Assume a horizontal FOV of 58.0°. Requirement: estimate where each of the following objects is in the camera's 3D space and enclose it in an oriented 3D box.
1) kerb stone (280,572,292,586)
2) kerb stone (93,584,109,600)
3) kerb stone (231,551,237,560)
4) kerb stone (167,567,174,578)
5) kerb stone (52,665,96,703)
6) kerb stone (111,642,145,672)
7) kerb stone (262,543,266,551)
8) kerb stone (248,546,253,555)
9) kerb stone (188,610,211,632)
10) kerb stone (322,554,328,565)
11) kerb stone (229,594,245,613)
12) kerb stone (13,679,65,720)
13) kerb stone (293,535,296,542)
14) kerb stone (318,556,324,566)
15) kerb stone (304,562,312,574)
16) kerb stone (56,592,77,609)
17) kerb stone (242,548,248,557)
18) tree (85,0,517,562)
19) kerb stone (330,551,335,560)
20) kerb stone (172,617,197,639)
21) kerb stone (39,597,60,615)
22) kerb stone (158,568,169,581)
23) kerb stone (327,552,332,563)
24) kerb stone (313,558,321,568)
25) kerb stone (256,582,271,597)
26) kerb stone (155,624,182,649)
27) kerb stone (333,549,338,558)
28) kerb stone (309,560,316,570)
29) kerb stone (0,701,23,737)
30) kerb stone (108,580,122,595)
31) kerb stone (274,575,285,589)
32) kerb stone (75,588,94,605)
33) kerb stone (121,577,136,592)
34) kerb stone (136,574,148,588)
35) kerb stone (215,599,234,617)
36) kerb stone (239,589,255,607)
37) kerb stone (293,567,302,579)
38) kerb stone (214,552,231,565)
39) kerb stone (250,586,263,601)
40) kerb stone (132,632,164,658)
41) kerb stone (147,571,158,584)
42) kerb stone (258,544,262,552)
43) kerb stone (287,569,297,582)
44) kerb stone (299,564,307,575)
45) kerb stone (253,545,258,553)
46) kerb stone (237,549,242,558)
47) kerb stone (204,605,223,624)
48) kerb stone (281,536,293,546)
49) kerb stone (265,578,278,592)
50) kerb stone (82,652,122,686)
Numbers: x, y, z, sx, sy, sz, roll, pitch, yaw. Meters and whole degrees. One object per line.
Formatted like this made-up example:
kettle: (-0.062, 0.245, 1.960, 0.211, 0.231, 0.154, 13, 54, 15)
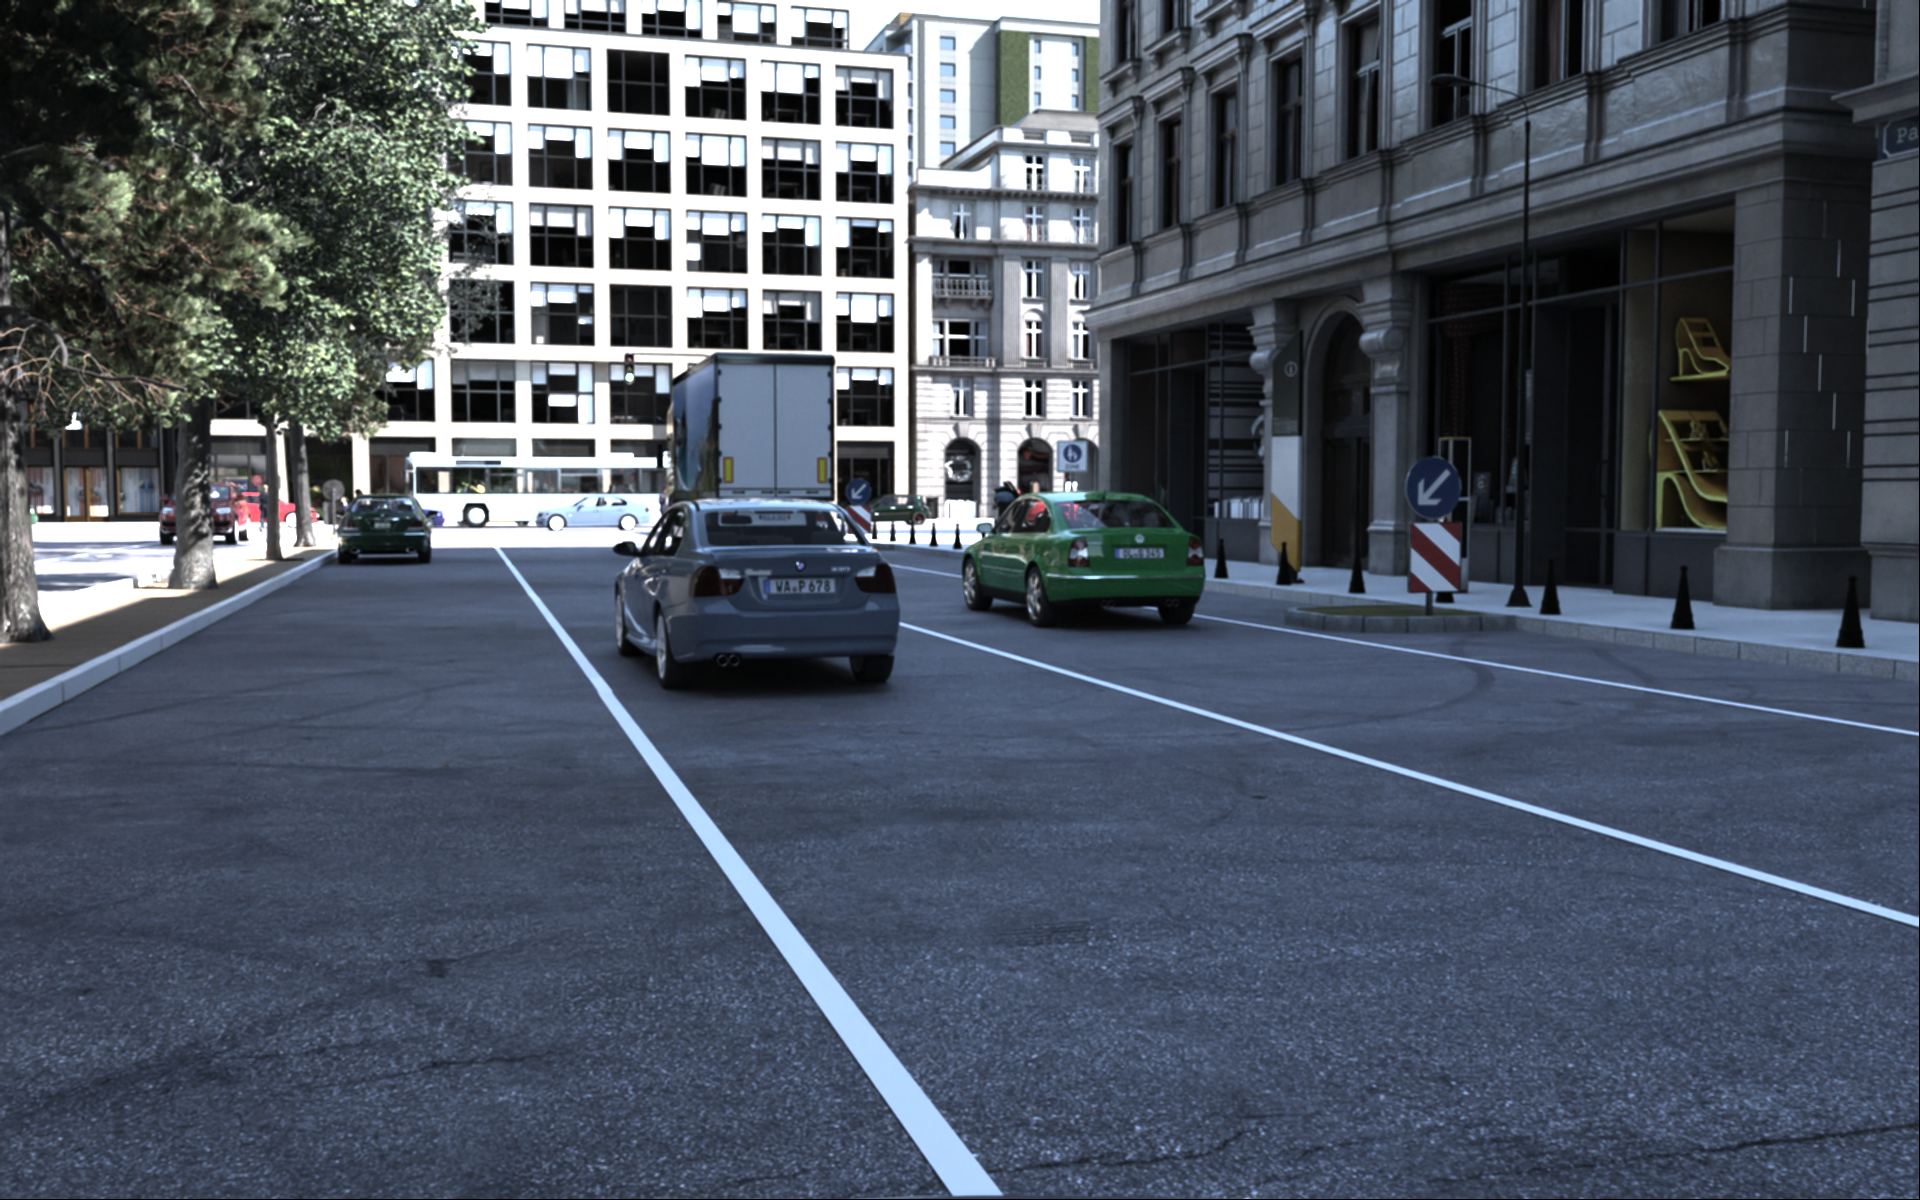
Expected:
kerb stone: (-10.635, -0.304, 27.160, 0.120, 0.150, 1.000, -1, 4, -16)
kerb stone: (-11.792, -0.083, 23.581, 0.120, 0.150, 1.000, -1, 4, -16)
kerb stone: (-15.808, -0.924, 37.425, 0.120, 0.150, 1.000, -1, 4, -16)
kerb stone: (-13.514, -0.447, 29.507, 0.120, 0.150, 1.000, -1, 4, -16)
kerb stone: (-6.338, 0.603, 12.337, 0.120, 0.150, 1.000, -1, 4, -16)
kerb stone: (-6.910, 0.482, 14.307, 0.120, 0.150, 1.000, -1, 4, -16)
kerb stone: (-17.534, -1.294, 43.349, 0.120, 0.150, 1.000, -1, 4, -16)
kerb stone: (-16.666, -1.112, 40.384, 0.120, 0.150, 1.000, -1, 4, -16)
kerb stone: (-8.057, 0.241, 18.250, 0.120, 0.150, 1.000, -1, 4, -16)
kerb stone: (-12.932, -0.786, 35.041, 0.120, 0.150, 1.000, -1, 4, -16)
kerb stone: (-8.916, 0.063, 21.229, 0.120, 0.150, 1.000, -1, 4, -16)
kerb stone: (-6.055, 0.664, 11.343, 0.120, 0.150, 1.000, -1, 4, -16)
kerb stone: (-19.824, -1.775, 51.257, 0.120, 0.150, 1.000, -1, 4, -16)
kerb stone: (-12.648, -0.725, 34.055, 0.120, 0.150, 1.000, -1, 4, -16)
kerb stone: (-11.788, -0.539, 31.101, 0.120, 0.150, 1.000, -1, 4, -16)
kerb stone: (-11.227, 0.036, 21.608, 0.120, 0.150, 1.000, -1, 4, -16)
kerb stone: (-16.382, -1.052, 39.395, 0.120, 0.150, 1.000, -1, 4, -16)
tree: (-14.600, -7.565, 36.508, 12.009, 13.543, 11.850, 0, 3, 0)
kerb stone: (-13.510, -0.901, 37.017, 0.120, 0.150, 1.000, -1, 4, -16)
kerb stone: (-7.772, 0.303, 17.261, 0.120, 0.150, 1.000, -1, 4, -16)
kerb stone: (-10.932, 0.096, 20.625, 0.120, 0.150, 1.000, -1, 4, -16)
kerb stone: (-13.222, -0.386, 28.523, 0.120, 0.150, 1.000, -1, 4, -16)
kerb stone: (-13.219, -0.846, 36.033, 0.120, 0.150, 1.000, -1, 4, -16)
kerb stone: (-12.356, -0.665, 33.072, 0.120, 0.150, 1.000, -1, 4, -16)
kerb stone: (-9.780, -0.122, 24.192, 0.120, 0.150, 1.000, -1, 4, -16)
kerb stone: (-7.481, 0.362, 16.278, 0.120, 0.150, 1.000, -1, 4, -16)
kerb stone: (-13.798, -0.967, 38.001, 0.120, 0.150, 1.000, -1, 4, -16)
kerb stone: (-12.080, -0.603, 32.084, 0.120, 0.150, 1.000, -1, 4, -16)
kerb stone: (-5.760, 0.724, 10.355, 0.120, 0.150, 1.000, -1, 4, -16)
kerb stone: (-12.080, -0.145, 24.571, 0.120, 0.150, 1.000, -1, 4, -16)
kerb stone: (-10.354, -0.243, 26.162, 0.120, 0.150, 1.000, -1, 4, -16)
kerb stone: (-11.507, -0.025, 22.596, 0.120, 0.150, 1.000, -1, 4, -16)
kerb stone: (-12.356, -0.206, 25.559, 0.120, 0.150, 1.000, -1, 4, -16)
kerb stone: (-12.644, -0.267, 26.553, 0.120, 0.150, 1.000, -1, 4, -16)
kerb stone: (-8.630, 0.124, 20.224, 0.120, 0.150, 1.000, -1, 4, -16)
kerb stone: (-9.201, -0.002, 22.223, 0.120, 0.150, 1.000, -1, 4, -16)
kerb stone: (-11.212, -0.424, 29.131, 0.120, 0.150, 1.000, -1, 4, -16)
kerb stone: (-15.521, -0.865, 36.438, 0.120, 0.150, 1.000, -1, 4, -16)
kerb stone: (-9.495, -0.059, 23.206, 0.120, 0.150, 1.000, -1, 4, -16)
kerb stone: (-7.203, 0.422, 15.291, 0.120, 0.150, 1.000, -1, 4, -16)
kerb stone: (-12.944, -0.327, 27.536, 0.120, 0.150, 1.000, -1, 4, -16)
kerb stone: (-17.246, -1.233, 42.358, 0.120, 0.150, 1.000, -1, 4, -16)
kerb stone: (-10.929, -0.364, 28.143, 0.120, 0.150, 1.000, -1, 4, -16)
kerb stone: (-11.510, -0.481, 30.113, 0.120, 0.150, 1.000, -1, 4, -16)
kerb stone: (-16.957, -1.169, 41.368, 0.120, 0.150, 1.000, -1, 4, -16)
kerb stone: (-16.100, -0.992, 38.408, 0.120, 0.150, 1.000, -1, 4, -16)
kerb stone: (-8.343, 0.185, 19.240, 0.120, 0.150, 1.000, -1, 4, -16)
kerb stone: (-19.530, -1.717, 50.261, 0.120, 0.150, 1.000, -1, 4, -16)
kerb stone: (-10.069, -0.182, 25.176, 0.120, 0.150, 1.000, -1, 4, -16)
kerb stone: (-6.629, 0.543, 13.321, 0.120, 0.150, 1.000, -1, 4, -16)
